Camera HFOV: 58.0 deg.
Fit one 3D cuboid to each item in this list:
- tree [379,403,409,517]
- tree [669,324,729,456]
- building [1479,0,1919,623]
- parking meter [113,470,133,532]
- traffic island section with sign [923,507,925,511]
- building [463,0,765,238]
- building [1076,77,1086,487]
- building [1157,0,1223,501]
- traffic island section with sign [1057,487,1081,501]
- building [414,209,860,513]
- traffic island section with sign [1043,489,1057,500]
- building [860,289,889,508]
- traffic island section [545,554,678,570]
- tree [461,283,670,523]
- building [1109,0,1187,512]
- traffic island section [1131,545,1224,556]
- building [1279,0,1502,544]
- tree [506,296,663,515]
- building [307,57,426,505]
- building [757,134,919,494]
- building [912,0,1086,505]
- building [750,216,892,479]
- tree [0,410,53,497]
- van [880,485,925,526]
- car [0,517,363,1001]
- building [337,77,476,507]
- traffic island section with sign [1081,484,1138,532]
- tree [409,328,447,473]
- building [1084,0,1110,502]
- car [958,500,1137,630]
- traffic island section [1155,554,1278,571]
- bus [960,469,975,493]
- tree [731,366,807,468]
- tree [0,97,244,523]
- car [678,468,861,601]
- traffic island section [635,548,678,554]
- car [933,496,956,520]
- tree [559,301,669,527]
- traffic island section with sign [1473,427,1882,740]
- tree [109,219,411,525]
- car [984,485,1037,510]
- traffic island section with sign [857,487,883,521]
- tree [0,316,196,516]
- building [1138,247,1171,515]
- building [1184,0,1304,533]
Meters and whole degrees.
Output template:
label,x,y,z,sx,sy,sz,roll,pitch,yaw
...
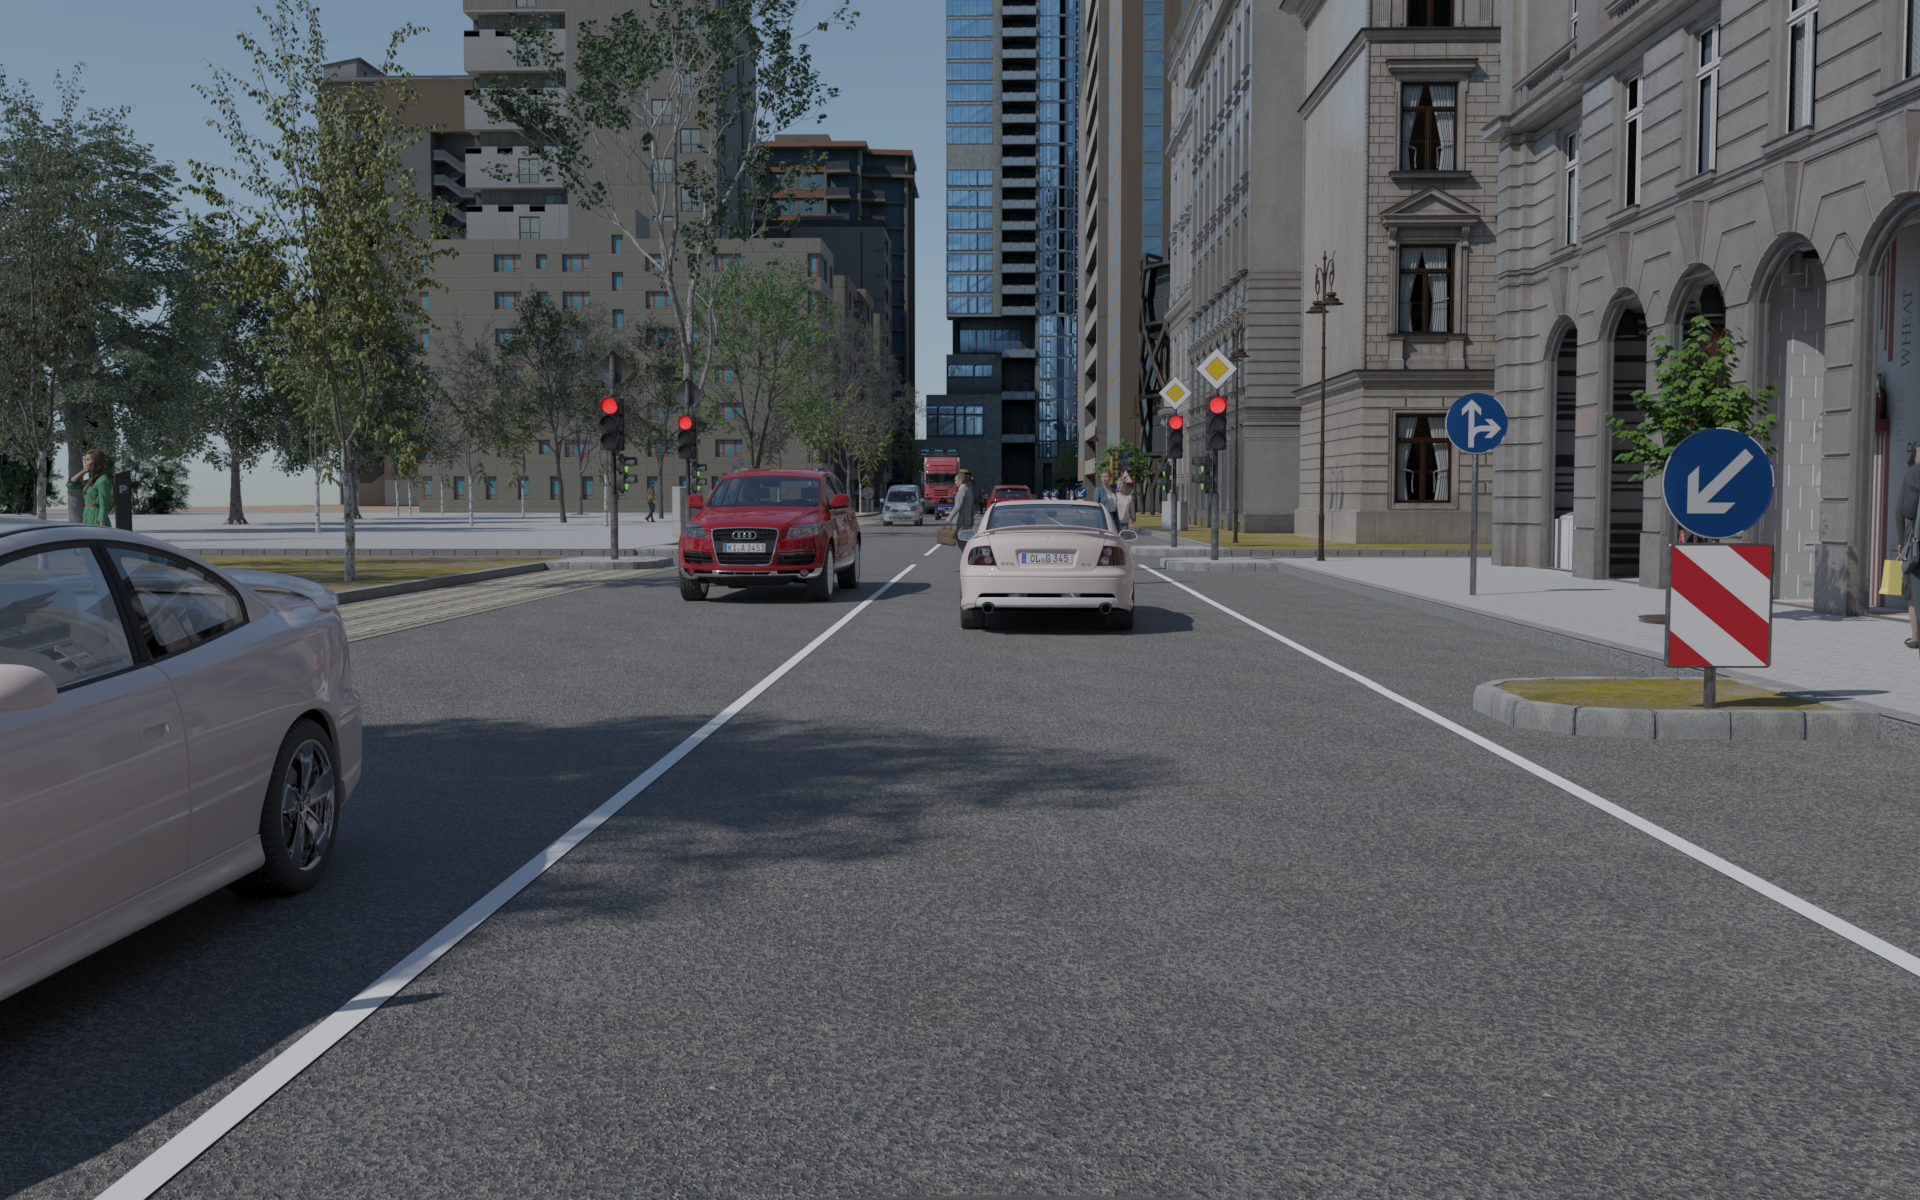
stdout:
label,x,y,z,sx,sy,sz,roll,pitch,yaw
tree,-31.652,-8.973,97.078,4.360,8.622,3.978,0,3,0
tree,-15.699,-9.472,89.286,8.767,10.594,7.601,2,4,30
building,15.175,-10.836,18.971,13.314,21.916,24.055,0,4,1
parking meter,-20.134,-2.197,41.637,0.399,1.863,0.255,-2,4,-31
traffic island section with sign,-3.061,-9.913,170.711,1.989,1.847,2.006,0,4,1
building,-35.399,-35.897,176.158,27.495,52.752,28.713,0,4,1
building,19.698,-32.581,182.815,14.600,45.320,14.200,0,4,1
building,17.244,-18.197,83.418,13.634,28.700,20.117,0,4,1
traffic island section with sign,6.467,-5.241,94.314,1.989,1.847,2.006,0,4,1
building,-22.827,-17.548,131.947,27.650,21.520,28.899,0,4,1
traffic island section with sign,8.352,-9.888,170.297,1.989,1.847,2.006,0,4,1
building,-21.383,-19.318,160.894,27.650,21.520,28.899,0,4,1
traffic island section,-6.776,-0.710,33.893,2.009,0.180,2.903,0,4,1
tree,-18.019,-8.722,77.019,7.601,10.594,8.767,0,4,7
building,18.122,-29.092,125.768,14.600,45.320,14.200,0,4,1
traffic island section,5.160,-1.180,41.582,2.009,0.180,2.903,0,4,1
building,19.349,-11.237,48.355,19.286,19.102,10.561,0,4,1
tree,-23.369,-12.016,106.828,12.009,13.543,11.850,0,3,0
building,-62.286,-38.461,218.074,27.495,52.752,28.713,0,4,1
building,-19.778,-34.192,213.658,28.867,44.769,22.147,0,4,1
building,10.149,-54.989,211.747,31.000,86.520,22.319,0,4,1
building,-14.383,-25.218,184.008,14.107,30.474,14.160,0,4,1
tree,-57.980,-8.032,94.237,20.602,7.101,11.467,0,4,2
van,-2.567,-4.360,78.302,2.013,2.044,4.112,0,4,2
car,-3.296,0.455,4.927,2.083,1.381,4.827,0,4,2
building,-56.277,-32.658,184.067,14.200,45.320,14.600,0,4,1
traffic island section with sign,5.783,-3.542,66.537,1.989,1.847,2.006,0,4,1
tree,-30.719,-10.430,87.532,9.611,12.733,9.660,0,3,0
building,21.502,-31.789,143.458,21.300,48.544,21.600,0,4,1
car,0.994,-0.449,19.708,2.083,1.381,4.827,0,4,3
traffic island section,4.962,-0.692,33.599,2.009,0.180,2.903,0,4,1
bus,-0.016,-11.268,175.770,2.896,3.916,12.252,0,3,0
tree,-10.391,-8.957,96.809,4.360,8.622,3.978,0,3,0
tree,-29.153,-9.200,57.070,9.857,13.997,8.962,0,3,0
car,-2.637,-0.993,24.906,2.281,1.827,5.304,0,4,3
traffic island section,-6.578,-1.198,41.876,2.009,0.180,2.903,0,4,1
car,-0.493,-5.136,96.561,1.945,1.354,3.894,0,4,2
tree,-13.589,-7.158,67.390,4.360,8.622,3.978,0,3,0
traffic island section with sign,4.407,-0.148,11.053,1.989,1.847,2.006,0,4,1
tree,-30.285,-9.499,72.322,9.611,12.733,9.660,0,3,0
car,2.144,-3.943,73.135,2.281,1.827,5.304,0,4,0
traffic island section with sign,-4.962,-5.230,94.143,1.989,1.847,2.006,0,4,1
tree,-58.104,-12.641,108.506,18.604,14.587,13.155,1,4,13
building,19.506,-14.709,107.942,16.820,18.784,16.811,0,4,1
building,14.165,-13.175,64.567,9.793,20.994,18.267,0,4,1
